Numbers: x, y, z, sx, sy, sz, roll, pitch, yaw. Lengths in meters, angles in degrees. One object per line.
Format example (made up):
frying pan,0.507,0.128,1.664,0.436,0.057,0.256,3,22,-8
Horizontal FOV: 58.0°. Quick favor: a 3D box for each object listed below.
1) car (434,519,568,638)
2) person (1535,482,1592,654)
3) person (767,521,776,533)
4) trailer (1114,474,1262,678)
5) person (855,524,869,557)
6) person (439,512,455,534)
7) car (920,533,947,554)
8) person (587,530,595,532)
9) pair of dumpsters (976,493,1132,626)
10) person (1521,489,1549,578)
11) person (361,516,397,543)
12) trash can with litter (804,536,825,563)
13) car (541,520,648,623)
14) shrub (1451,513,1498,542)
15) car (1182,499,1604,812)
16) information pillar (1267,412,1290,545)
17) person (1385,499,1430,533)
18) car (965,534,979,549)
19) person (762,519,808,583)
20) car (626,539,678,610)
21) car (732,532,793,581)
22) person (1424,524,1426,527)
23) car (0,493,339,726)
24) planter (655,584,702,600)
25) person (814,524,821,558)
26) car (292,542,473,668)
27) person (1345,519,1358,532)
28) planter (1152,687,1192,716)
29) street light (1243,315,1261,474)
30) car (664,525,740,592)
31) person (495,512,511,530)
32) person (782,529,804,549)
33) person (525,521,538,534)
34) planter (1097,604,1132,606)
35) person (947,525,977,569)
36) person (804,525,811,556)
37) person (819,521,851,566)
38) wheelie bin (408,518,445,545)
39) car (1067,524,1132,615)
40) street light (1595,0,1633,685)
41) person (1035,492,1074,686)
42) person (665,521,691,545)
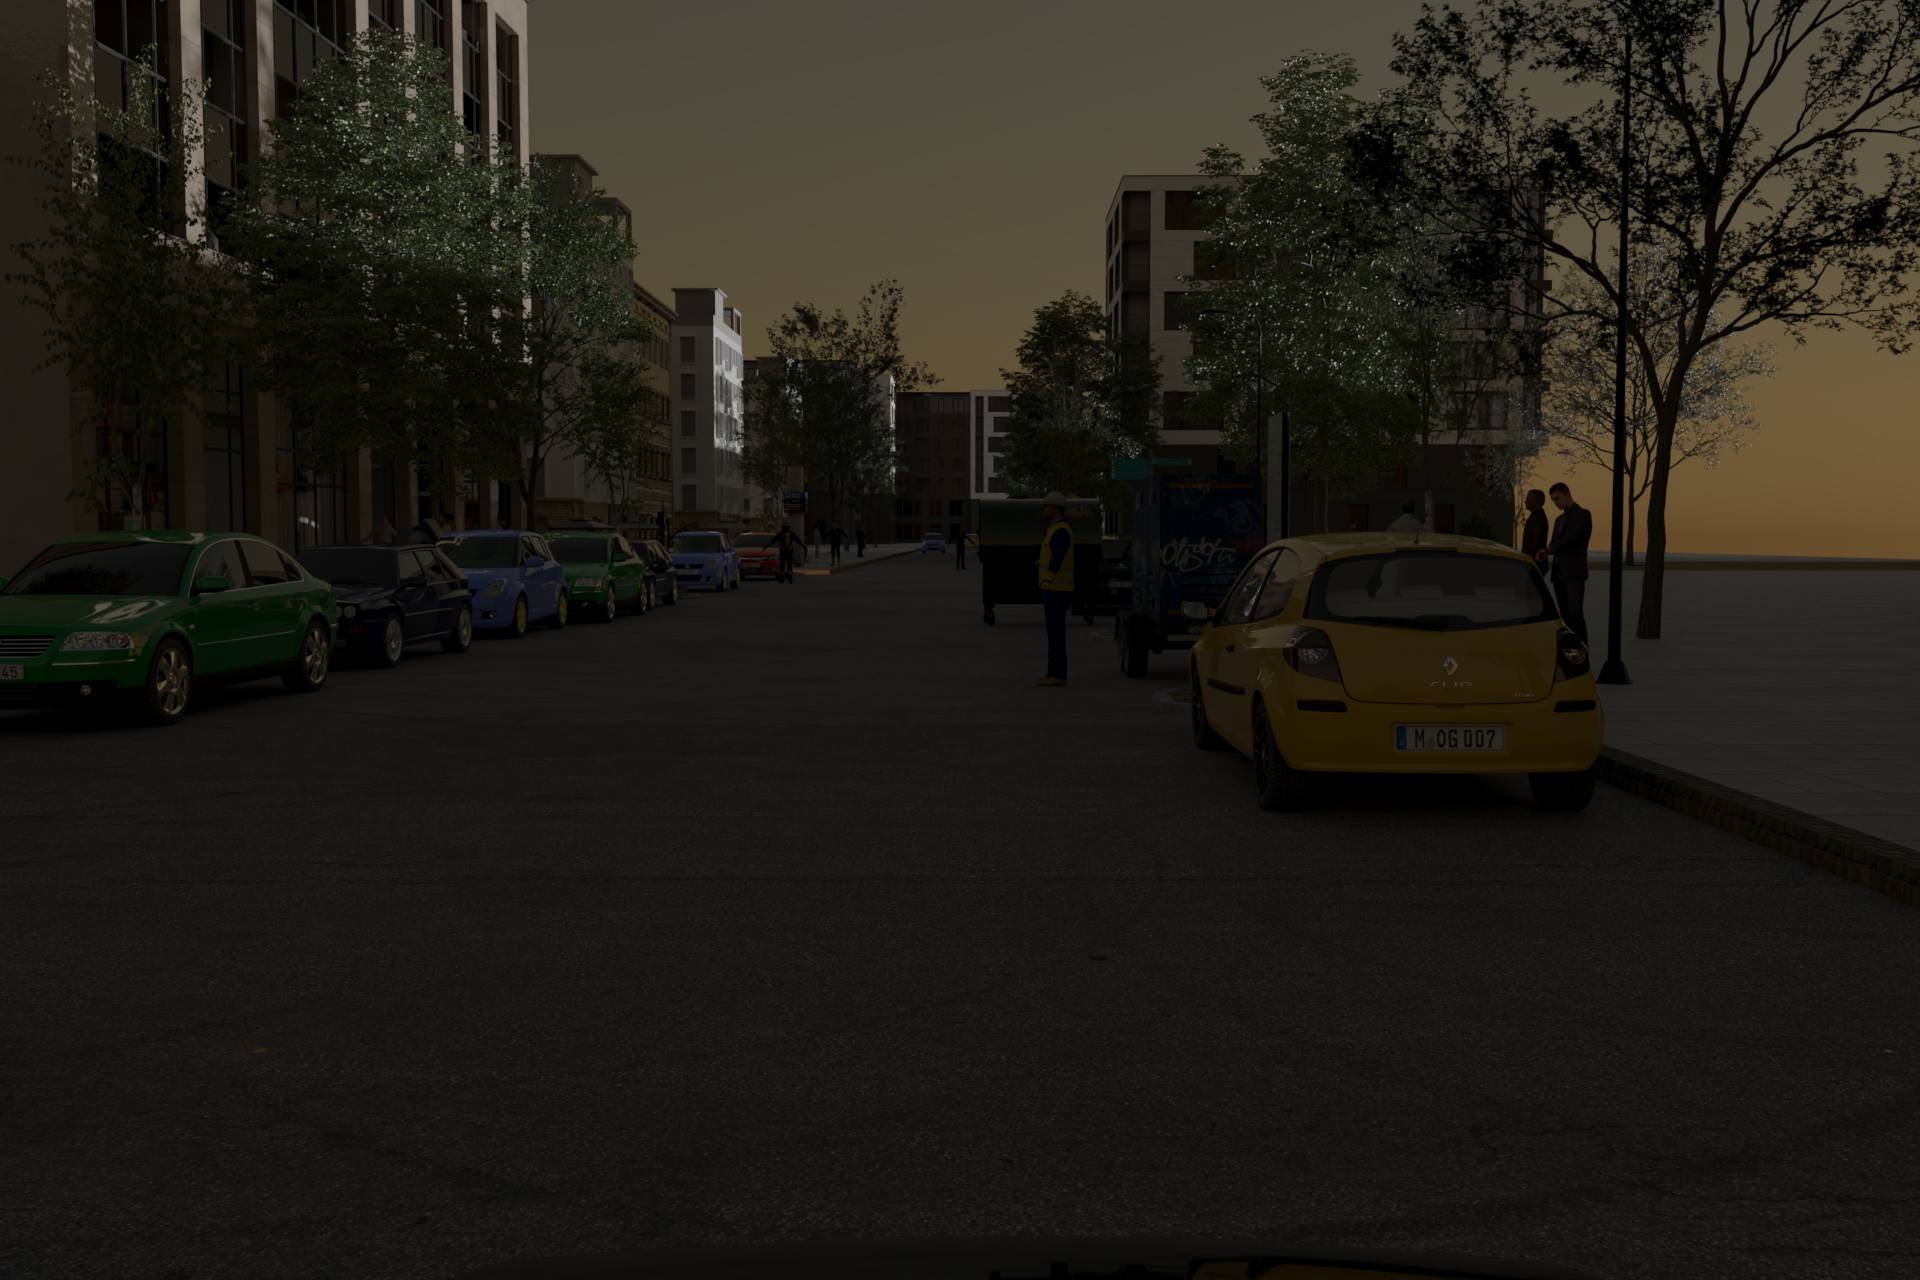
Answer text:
car,-6.846,-0.938,24.933,1.945,1.707,3.694,0,4,1
person,5.626,-0.593,16.191,0.568,1.767,0.683,-1,4,-15
person,-7.344,-3.671,66.481,0.721,1.772,1.216,2,4,26
trailer,2.366,-0.689,18.308,1.471,1.999,3.904,0,3,0
person,-5.447,-5.461,95.215,0.705,1.837,1.347,2,4,29
person,-10.904,-1.810,36.371,0.721,1.739,1.217,-2,4,-28
car,-1.934,-7.226,127.741,1.945,1.707,3.694,0,4,1
person,-17.402,-4.573,81.487,1.216,1.740,0.721,-3,4,-39
pair of dumpsters,2.476,-1.378,27.475,4.436,2.255,1.574,0,4,0
person,6.727,-0.868,20.364,0.705,1.807,1.348,1,4,17
person,-16.581,-2.674,49.860,1.347,1.811,0.704,-1,4,-18
trash can with litter,-6.861,-4.102,78.122,1.678,1.210,2.233,0,4,2
car,-6.485,-1.255,29.310,1.959,1.807,4.718,0,4,0
shrub,19.225,-3.714,64.763,1.661,2.075,1.752,0,3,0
car,2.402,-0.009,10.364,2.015,1.641,3.980,0,4,0
information pillar,6.277,-2.621,34.166,0.184,3.620,1.656,0,4,1
person,6.833,-1.240,26.367,0.704,1.819,1.344,-3,5,-43
car,0.985,-9.248,161.432,2.015,1.641,3.980,0,4,0
person,-5.087,-2.587,50.540,1.354,1.856,0.705,-1,4,-16
car,-6.630,-1.299,33.826,1.945,1.354,3.894,0,4,0
car,-6.321,-2.790,54.657,2.155,1.783,4.494,0,4,0
person,11.923,-2.361,45.455,0.742,1.727,0.445,2,4,23
car,-6.735,-0.339,14.345,1.959,1.807,4.718,0,4,1
planter,-6.781,-1.053,38.351,1.991,0.319,1.994,0,4,1
person,-7.583,-5.271,92.367,0.705,1.806,1.347,-1,4,-15
car,-6.868,-0.436,19.710,1.945,1.354,3.894,0,4,1
person,11.277,-2.621,49.814,0.530,1.710,0.541,-1,4,-20
planter,2.618,0.417,14.321,1.991,0.319,1.994,0,4,1
street light,6.719,-3.870,35.814,1.470,5.913,1.316,0,4,1
car,-6.630,-2.103,43.971,1.945,1.707,3.694,0,4,1
person,-10.870,-2.133,41.040,0.704,1.807,1.345,1,4,22
person,-5.806,-2.985,57.383,1.348,1.813,0.705,0,4,4
person,-15.610,-3.462,62.735,0.704,1.817,1.347,2,4,27
planter,2.857,-0.871,35.376,1.991,0.319,1.994,0,4,1
person,0.043,-3.790,70.650,1.346,1.802,0.704,-2,4,-29
person,-9.125,-5.806,101.110,0.705,1.806,1.347,-2,4,-35
person,-4.999,-3.879,69.558,1.346,1.812,0.704,1,4,14
wheelie bin,-10.609,-1.634,34.628,0.693,1.594,0.980,0,4,0
car,2.813,-1.364,32.081,2.009,1.686,4.222,0,3,0
street light,6.167,-2.579,14.711,1.470,5.913,1.316,0,4,1
person,0.874,-0.489,16.430,0.705,1.833,1.349,0,4,2
person,-9.530,-3.228,59.589,1.215,1.729,0.721,0,4,4
